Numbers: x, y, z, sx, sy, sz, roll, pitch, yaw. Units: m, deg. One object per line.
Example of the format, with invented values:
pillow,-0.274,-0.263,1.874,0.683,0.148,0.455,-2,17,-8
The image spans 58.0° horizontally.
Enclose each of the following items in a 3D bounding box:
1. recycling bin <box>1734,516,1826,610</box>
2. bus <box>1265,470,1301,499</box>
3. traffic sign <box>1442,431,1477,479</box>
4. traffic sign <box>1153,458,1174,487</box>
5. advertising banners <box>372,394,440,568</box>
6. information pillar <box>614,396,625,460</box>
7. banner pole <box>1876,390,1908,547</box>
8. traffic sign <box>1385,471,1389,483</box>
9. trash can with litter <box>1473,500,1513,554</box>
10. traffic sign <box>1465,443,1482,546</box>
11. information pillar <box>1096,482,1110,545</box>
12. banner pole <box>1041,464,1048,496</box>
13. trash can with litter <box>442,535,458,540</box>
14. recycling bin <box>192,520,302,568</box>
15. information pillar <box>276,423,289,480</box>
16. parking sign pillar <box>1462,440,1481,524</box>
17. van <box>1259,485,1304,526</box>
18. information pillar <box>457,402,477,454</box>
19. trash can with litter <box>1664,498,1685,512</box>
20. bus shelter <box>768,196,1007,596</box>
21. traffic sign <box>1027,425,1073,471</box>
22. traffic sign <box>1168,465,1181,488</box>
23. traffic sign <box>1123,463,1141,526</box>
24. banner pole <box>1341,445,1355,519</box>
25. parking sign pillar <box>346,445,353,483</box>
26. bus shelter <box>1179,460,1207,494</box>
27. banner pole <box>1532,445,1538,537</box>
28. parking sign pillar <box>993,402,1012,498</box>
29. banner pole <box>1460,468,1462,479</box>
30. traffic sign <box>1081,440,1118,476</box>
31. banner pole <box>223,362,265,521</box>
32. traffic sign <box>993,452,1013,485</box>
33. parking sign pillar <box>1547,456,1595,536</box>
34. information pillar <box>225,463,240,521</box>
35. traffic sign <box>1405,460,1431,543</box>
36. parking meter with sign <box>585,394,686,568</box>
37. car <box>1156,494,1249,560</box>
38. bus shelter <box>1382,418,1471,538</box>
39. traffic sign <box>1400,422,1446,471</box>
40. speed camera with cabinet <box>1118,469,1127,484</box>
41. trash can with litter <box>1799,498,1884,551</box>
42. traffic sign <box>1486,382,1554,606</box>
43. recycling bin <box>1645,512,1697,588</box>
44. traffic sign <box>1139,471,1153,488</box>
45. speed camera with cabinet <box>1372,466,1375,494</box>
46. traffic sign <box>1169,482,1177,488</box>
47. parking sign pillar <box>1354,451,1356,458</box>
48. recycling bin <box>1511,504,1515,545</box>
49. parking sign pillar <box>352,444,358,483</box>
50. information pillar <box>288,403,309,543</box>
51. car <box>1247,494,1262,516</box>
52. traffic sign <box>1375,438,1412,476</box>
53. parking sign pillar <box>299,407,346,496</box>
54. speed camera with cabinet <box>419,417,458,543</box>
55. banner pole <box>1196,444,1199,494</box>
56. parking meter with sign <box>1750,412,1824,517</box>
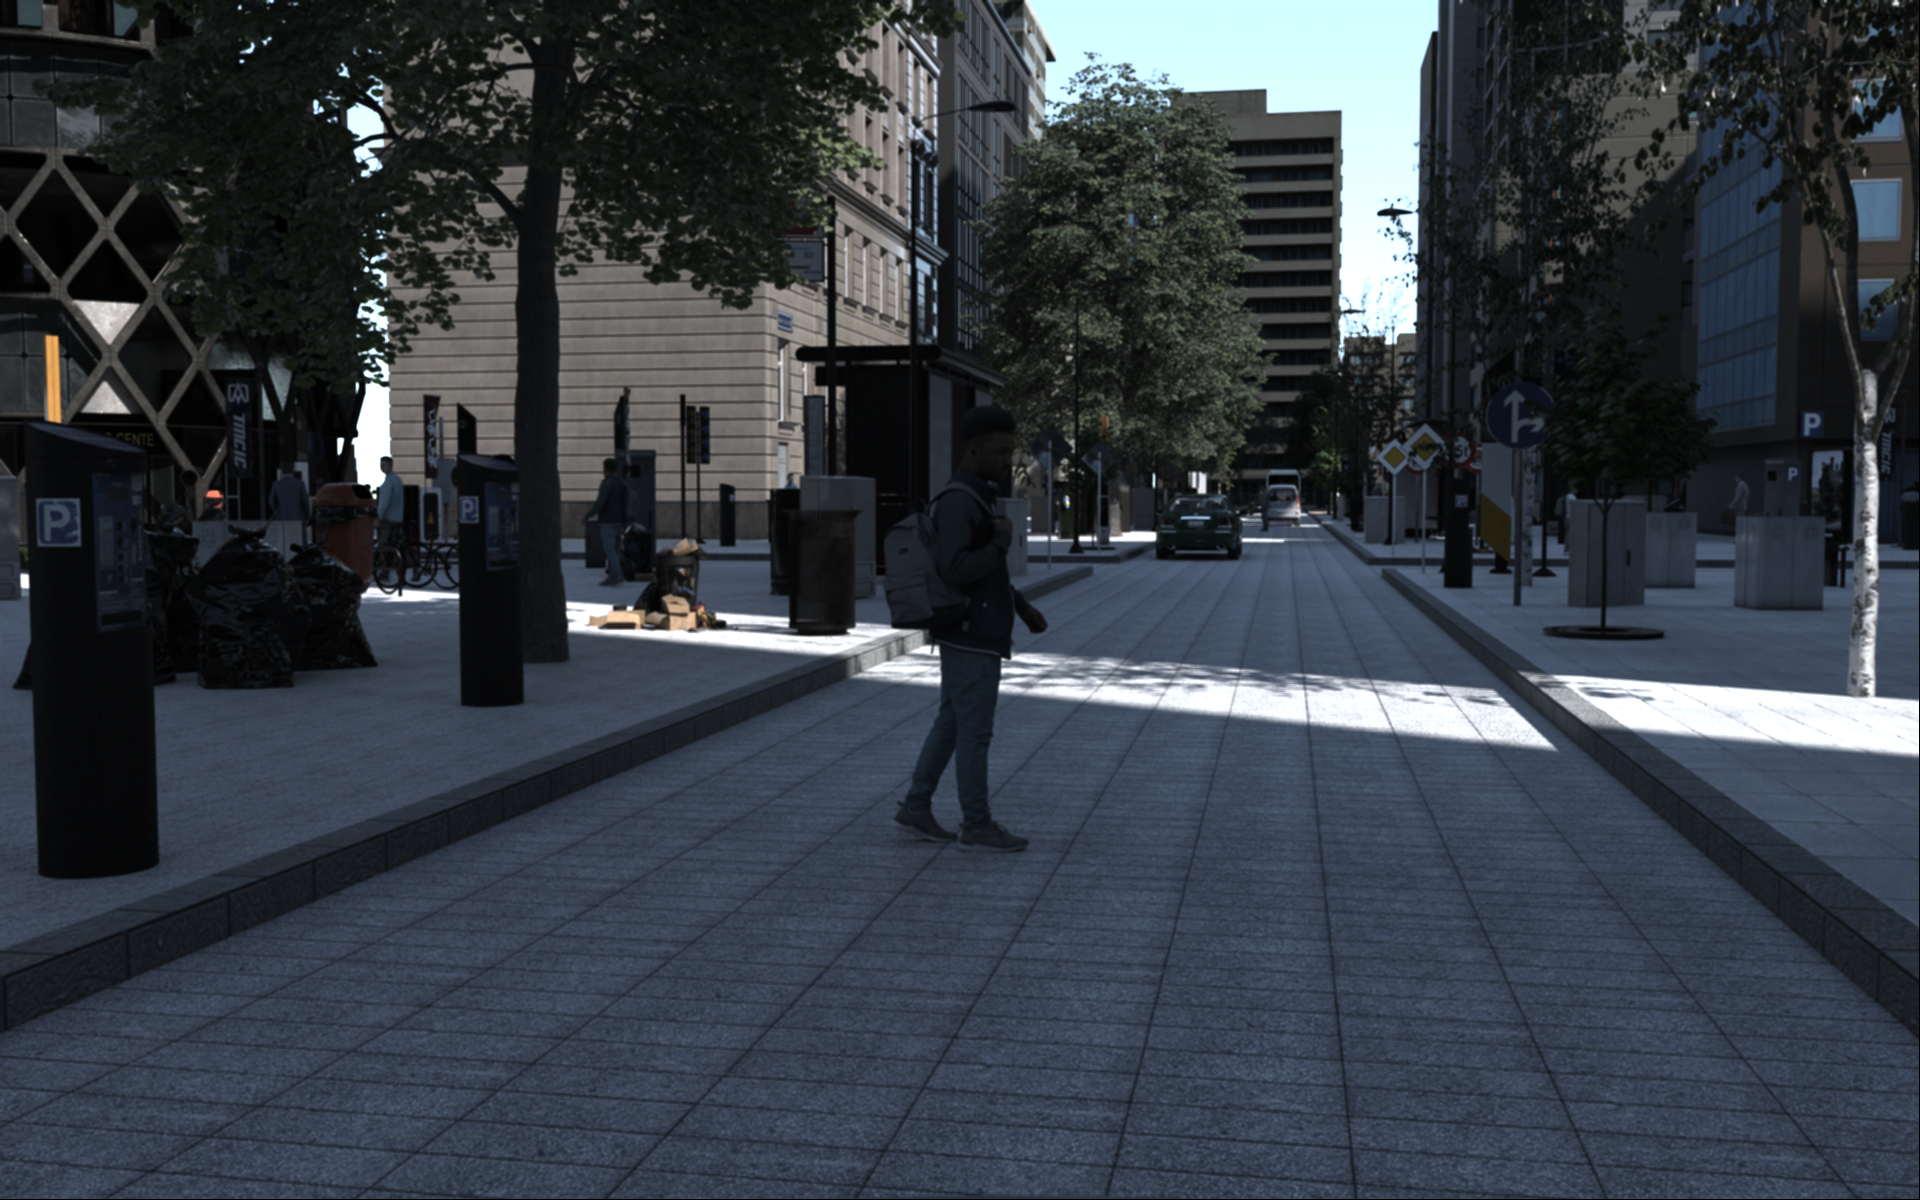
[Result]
recycling bin,9.203,-0.423,19.464,0.722,1.027,0.722,0,4,2
bus,25.628,-8.726,137.537,2.948,3.499,13.247,1,4,10
traffic sign,10.036,-2.135,35.016,0.768,2.556,0.104,1,4,18
traffic sign,7.280,-3.785,61.983,0.768,2.556,0.104,1,4,16
advertising banners,-9.519,-2.063,29.920,0.090,3.025,2.074,1,4,15
information pillar,-8.148,-3.067,41.507,0.183,3.616,0.504,-2,4,-31
banner pole,22.564,-3.174,41.910,0.401,3.779,0.863,-3,4,-38
traffic sign,22.598,-5.533,90.575,0.768,2.556,0.104,1,4,16
trash can with litter,11.604,-1.649,38.015,1.678,1.210,2.233,1,4,21
traffic sign,12.864,-2.626,43.040,0.768,2.556,0.104,1,4,13
information pillar,3.631,-2.412,43.935,0.304,2.012,0.304,0,4,-2
banner pole,4.458,-6.125,90.158,0.401,3.779,0.863,-3,4,-37
trash can with litter,-14.703,-2.266,48.107,2.233,1.210,1.678,-1,4,-12
recycling bin,-6.661,-0.225,16.232,0.722,1.027,0.722,1,4,10
information pillar,-22.508,-4.052,57.606,0.183,3.616,0.504,1,4,22
parking sign pillar,22.650,-5.341,75.793,1.447,3.967,1.447,-1,4,-14
van,14.641,-4.396,78.891,2.013,2.044,4.112,1,4,10
information pillar,-12.571,-3.231,44.182,0.504,3.616,0.183,0,4,6
trash can with litter,21.782,-2.576,53.497,1.055,1.170,0.624,1,4,14
bus shelter,-1.044,-2.954,25.923,2.179,5.291,8.768,1,4,10
traffic sign,1.507,-1.664,29.394,0.795,2.593,0.064,1,4,11
traffic sign,9.377,-4.672,76.499,0.768,2.556,0.104,1,4,17
traffic sign,6.937,-4.278,70.050,0.768,2.556,0.104,1,4,19
banner pole,19.989,-6.056,89.029,0.863,3.779,0.401,0,4,-1
parking sign pillar,-27.457,-5.281,74.812,1.447,3.967,1.447,1,4,21
bus shelter,14.567,-6.902,106.766,2.014,3.302,5.546,1,4,11
banner pole,16.934,-3.750,51.326,0.401,3.779,0.863,0,4,-6
parking sign pillar,0.511,-3.103,39.206,1.447,3.967,1.447,0,4,-3
banner pole,30.500,-7.081,105.785,0.863,3.779,0.401,0,4,0
traffic sign,2.980,-2.144,37.243,0.795,2.593,0.064,1,4,11
banner pole,-13.508,-2.623,32.905,0.863,3.779,0.401,-2,4,-34
traffic sign,0.736,-2.254,36.963,0.768,2.556,0.104,1,4,13
parking sign pillar,18.650,-3.934,52.787,1.447,3.967,1.447,3,4,39
information pillar,-17.096,-2.217,40.733,0.304,2.012,0.304,-1,4,-22
traffic sign,11.983,-2.768,45.368,0.768,2.556,0.104,1,4,18
parking meter with sign,-5.668,-2.077,30.226,1.738,3.016,0.543,-1,4,-10
car,5.478,-1.690,39.423,2.131,1.459,4.920,1,4,10
bus shelter,13.021,-3.348,48.657,2.014,3.302,5.546,1,4,11
traffic sign,7.592,-1.593,28.236,0.795,2.593,0.064,1,4,11
speed camera with cabinet,7.389,-4.809,72.960,2.038,3.252,0.660,0,4,5
trash can with litter,19.703,-1.722,39.208,2.233,1.210,1.678,1,4,23
traffic sign,6.403,-1.206,19.824,0.768,2.556,0.104,1,4,19
recycling bin,9.711,-0.697,23.947,0.722,1.027,0.722,0,4,8
traffic sign,8.278,-4.588,77.150,0.606,2.300,0.079,1,4,17
speed camera with cabinet,24.763,-6.778,105.154,0.660,3.252,2.038,0,4,7
traffic sign,13.653,-6.694,111.582,0.606,2.300,0.079,1,4,13
parking sign pillar,24.581,-7.310,107.995,1.447,3.967,1.447,0,4,-3
recycling bin,13.889,-1.910,43.782,0.722,1.027,0.722,0,4,-3
parking sign pillar,-32.905,-6.372,92.660,1.447,3.967,1.447,1,4,9
information pillar,-17.099,-3.277,44.939,0.183,3.616,0.504,1,4,14
car,20.304,-6.522,116.428,2.009,1.686,4.222,1,4,9
traffic sign,9.064,-2.073,36.085,0.795,2.593,0.064,1,4,11
parking sign pillar,-20.361,-4.029,54.353,1.447,3.967,1.447,0,3,0
speed camera with cabinet,-13.368,-3.035,43.950,0.660,3.252,2.038,1,4,16
banner pole,11.599,-5.778,84.483,0.401,3.779,0.863,1,4,15
parking meter with sign,17.818,-2.522,37.498,0.543,3.016,1.738,-1,4,-11
